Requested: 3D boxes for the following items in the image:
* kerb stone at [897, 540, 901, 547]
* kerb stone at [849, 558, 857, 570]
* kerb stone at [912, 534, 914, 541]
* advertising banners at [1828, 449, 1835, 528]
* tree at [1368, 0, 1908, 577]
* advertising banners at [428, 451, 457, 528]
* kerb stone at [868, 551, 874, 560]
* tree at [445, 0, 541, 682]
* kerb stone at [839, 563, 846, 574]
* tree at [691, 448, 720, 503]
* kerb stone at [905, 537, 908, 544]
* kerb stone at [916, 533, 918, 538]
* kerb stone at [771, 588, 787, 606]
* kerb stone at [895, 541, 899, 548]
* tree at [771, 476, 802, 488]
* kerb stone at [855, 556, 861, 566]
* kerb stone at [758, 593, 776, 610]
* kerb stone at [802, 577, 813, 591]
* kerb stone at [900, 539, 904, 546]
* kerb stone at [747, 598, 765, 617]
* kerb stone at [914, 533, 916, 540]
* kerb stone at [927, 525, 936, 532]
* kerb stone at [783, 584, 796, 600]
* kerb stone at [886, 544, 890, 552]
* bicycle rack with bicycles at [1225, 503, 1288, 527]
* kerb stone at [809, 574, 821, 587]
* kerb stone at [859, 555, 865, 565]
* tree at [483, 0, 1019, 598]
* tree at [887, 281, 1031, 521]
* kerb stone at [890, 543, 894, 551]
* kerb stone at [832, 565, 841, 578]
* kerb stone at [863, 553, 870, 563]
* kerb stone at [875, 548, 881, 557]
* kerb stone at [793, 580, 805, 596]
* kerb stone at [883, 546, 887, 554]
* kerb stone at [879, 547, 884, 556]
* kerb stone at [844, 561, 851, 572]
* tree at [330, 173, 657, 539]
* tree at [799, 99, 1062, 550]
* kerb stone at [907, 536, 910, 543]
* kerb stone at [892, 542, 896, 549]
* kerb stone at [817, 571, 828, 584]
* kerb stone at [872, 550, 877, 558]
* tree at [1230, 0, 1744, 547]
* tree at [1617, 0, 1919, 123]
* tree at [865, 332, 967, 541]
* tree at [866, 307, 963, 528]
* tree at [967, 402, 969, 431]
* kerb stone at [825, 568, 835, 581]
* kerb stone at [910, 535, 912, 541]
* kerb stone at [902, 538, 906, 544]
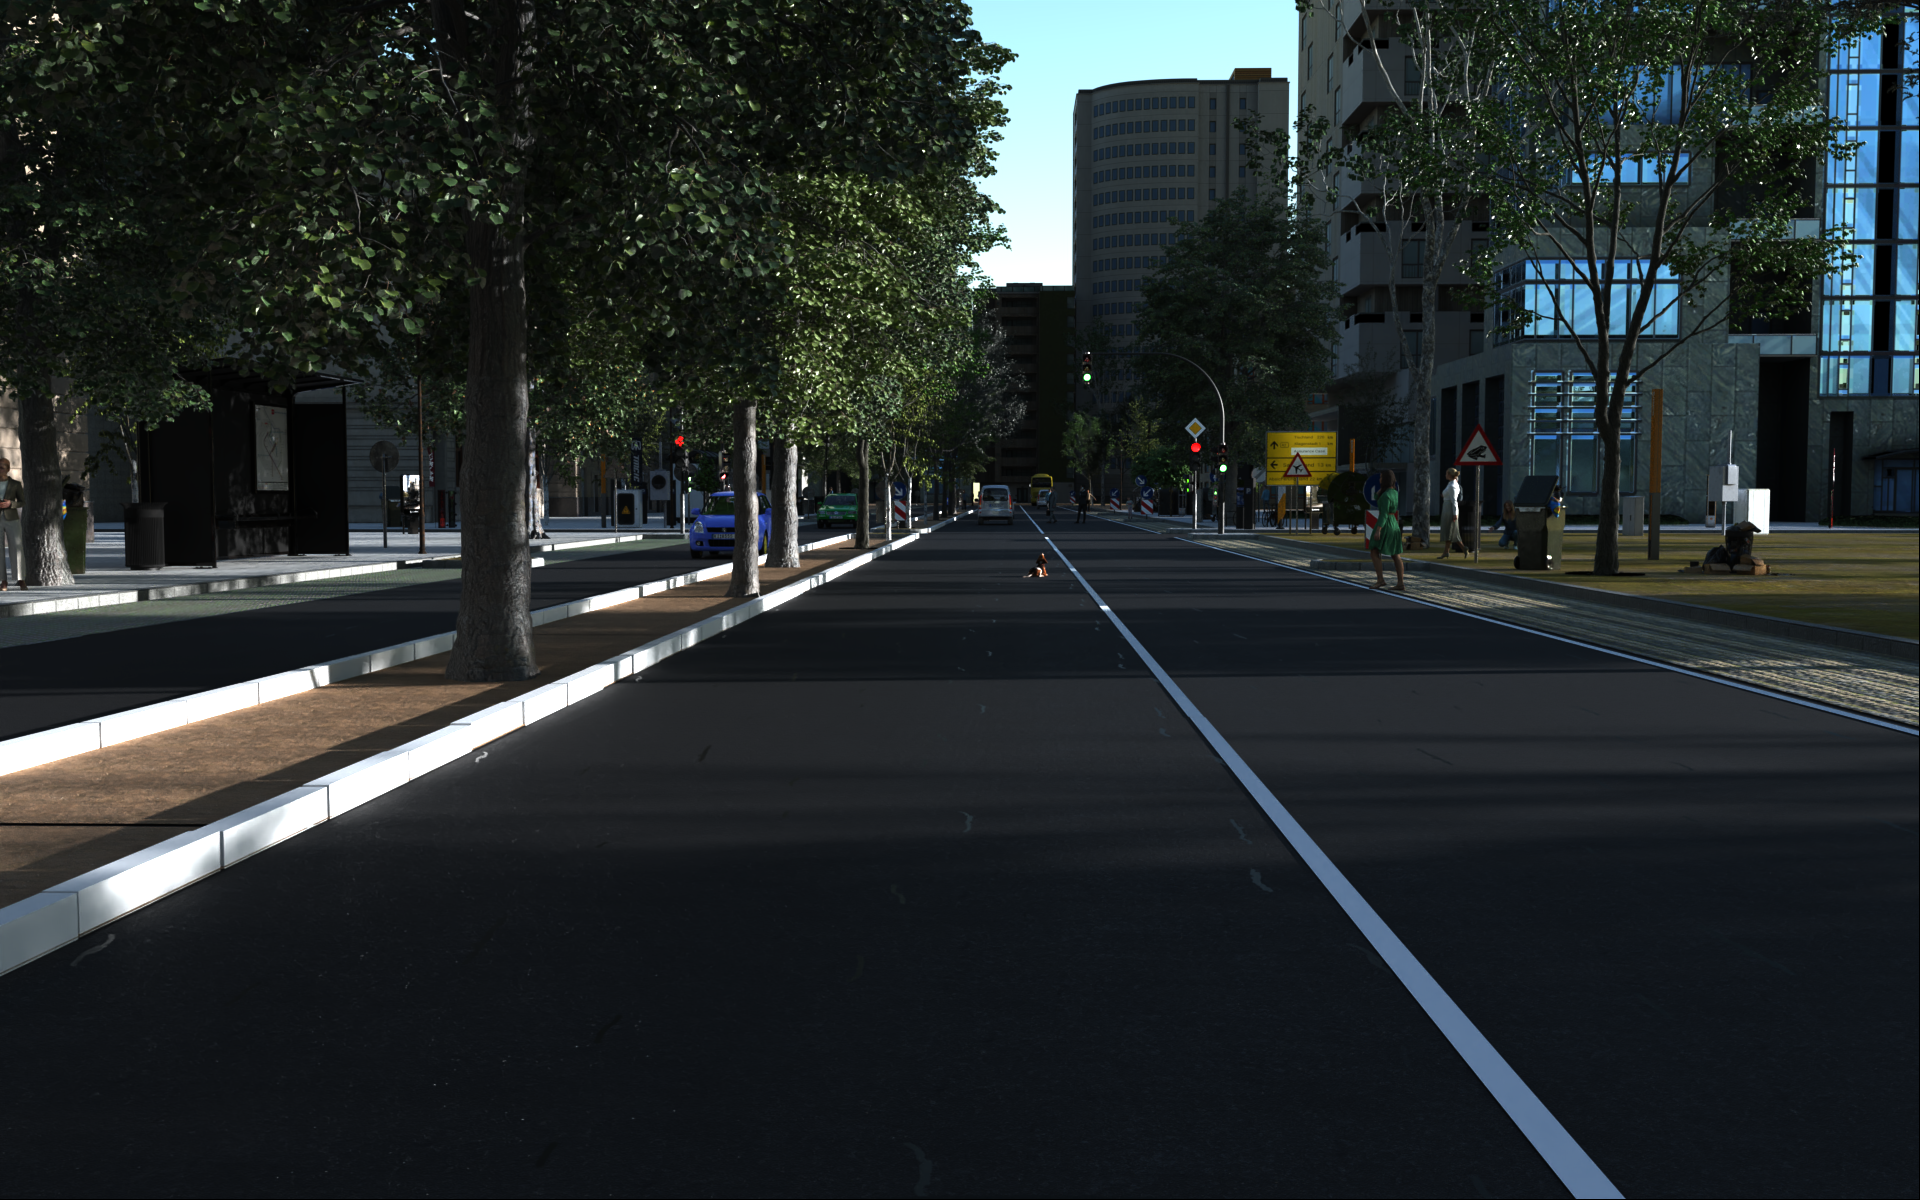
[{"bbox_3d":[-1.725,-1.460,46.074,0.120,0.150,1.000,0,4,2],"label":"kerb stone"},{"bbox_3d":[-2.106,-0.645,32.740,0.120,0.150,1.000,0,4,2],"label":"kerb stone"},{"bbox_3d":[-1.542,-1.836,52.214,0.120,0.150,1.000,0,4,2],"label":"kerb stone"},{"bbox_3d":[32.876,-4.226,65.278,0.090,3.025,2.074,2,4,29],"label":"advertising banners"},{"bbox_3d":[10.187,-6.183,26.853,9.928,11.665,9.643,0,3,0],"label":"tree"},{"bbox_3d":[-19.514,-4.222,65.214,0.090,3.025,2.074,1,4,12],"label":"advertising banners"},{"bbox_3d":[-1.989,-0.896,36.847,0.120,0.150,1.000,0,4,2],"label":"kerb stone"},{"bbox_3d":[-3.636,-6.362,13.125,9.857,13.997,8.962,0,3,0],"label":"tree"},{"bbox_3d":[-2.168,-0.515,30.695,0.120,0.150,1.000,0,4,2],"label":"kerb stone"},{"bbox_3d":[-10.697,-4.824,73.469,1.663,3.219,1.824,0,3,0],"label":"tree"},{"bbox_3d":[-1.638,-1.648,49.145,0.120,0.150,1.000,0,4,2],"label":"kerb stone"},{"bbox_3d":[-1.484,-1.961,54.265,0.120,0.150,1.000,0,4,2],"label":"kerb stone"},{"bbox_3d":[-2.410,-0.014,22.492,0.120,0.150,1.000,0,4,2],"label":"kerb stone"},{"bbox_3d":[-1.755,-1.394,45.048,0.120,0.150,1.000,0,4,2],"label":"kerb stone"},{"bbox_3d":[-9.984,-6.436,99.823,1.663,3.219,1.824,0,3,0],"label":"tree"},{"bbox_3d":[-2.082,-0.707,33.762,0.120,0.150,1.000,0,4,2],"label":"kerb stone"},{"bbox_3d":[-2.440,0.045,21.465,0.120,0.150,1.000,0,4,2],"label":"kerb stone"},{"bbox_3d":[-2.327,-0.207,25.583,0.120,0.150,1.000,0,4,2],"label":"kerb stone"},{"bbox_3d":[-1.691,-1.523,47.097,0.120,0.150,1.000,0,4,2],"label":"kerb stone"},{"bbox_3d":[-2.468,0.108,20.443,0.120,0.150,1.000,0,4,2],"label":"kerb stone"},{"bbox_3d":[-1.511,-1.898,53.236,0.120,0.150,1.000,0,4,2],"label":"kerb stone"},{"bbox_3d":[-1.115,-2.745,67.080,0.120,0.150,1.000,0,4,2],"label":"kerb stone"},{"bbox_3d":[-2.380,-0.079,23.522,0.120,0.150,1.000,0,4,2],"label":"kerb stone"},{"bbox_3d":[-1.842,-1.209,41.965,0.120,0.150,1.000,0,4,2],"label":"kerb stone"},{"bbox_3d":[11.919,-3.371,68.494,2.852,0.926,2.925,3,4,36],"label":"bicycle rack with bicycles"},{"bbox_3d":[-2.294,-0.270,26.605,0.120,0.150,1.000,0,4,2],"label":"kerb stone"},{"bbox_3d":[-2.055,-0.771,34.794,0.120,0.150,1.000,0,4,2],"label":"kerb stone"},{"bbox_3d":[-3.076,-6.331,24.090,7.486,12.596,7.792,0,3,0],"label":"tree"},{"bbox_3d":[-1.262,-10.981,92.374,12.009,13.543,11.850,0,3,0],"label":"tree"},{"bbox_3d":[-1.806,-1.270,42.994,0.120,0.150,1.000,0,4,2],"label":"kerb stone"},{"bbox_3d":[-2.197,-0.457,29.670,0.120,0.150,1.000,0,4,2],"label":"kerb stone"},{"bbox_3d":[-2.024,-0.834,35.825,0.120,0.150,1.000,0,4,2],"label":"kerb stone"},{"bbox_3d":[-1.938,-1.015,38.890,0.120,0.150,1.000,0,4,2],"label":"kerb stone"},{"bbox_3d":[-2.347,-0.143,24.554,0.120,0.150,1.000,0,4,2],"label":"kerb stone"},{"bbox_3d":[-1.870,-1.147,40.944,0.120,0.150,1.000,0,4,2],"label":"kerb stone"},{"bbox_3d":[-1.901,-1.084,39.923,0.120,0.150,1.000,0,4,2],"label":"kerb stone"},{"bbox_3d":[-2.141,-0.582,31.716,0.120,0.150,1.000,0,4,2],"label":"kerb stone"},{"bbox_3d":[-12.302,-8.080,49.123,9.611,12.733,9.660,0,3,0],"label":"tree"},{"bbox_3d":[-2.425,-7.103,44.342,9.928,11.665,9.643,0,3,0],"label":"tree"},{"bbox_3d":[-1.607,-1.711,50.166,0.120,0.150,1.000,0,4,2],"label":"kerb stone"},{"bbox_3d":[-1.781,-1.335,44.025,0.120,0.150,1.000,0,4,2],"label":"kerb stone"},{"bbox_3d":[-2.256,-0.332,27.627,0.120,0.150,1.000,0,4,2],"label":"kerb stone"},{"bbox_3d":[-1.965,-0.958,37.869,0.120,0.150,1.000,0,4,2],"label":"kerb stone"},{"bbox_3d":[12.382,-11.383,41.998,12.611,20.169,13.585,0,3,0],"label":"tree"},{"bbox_3d":[9.857,-6.333,13.913,12.009,13.543,11.850,0,3,0],"label":"tree"},{"bbox_3d":[-2.123,-6.057,51.847,4.737,8.622,4.395,0,3,0],"label":"tree"},{"bbox_3d":[-1.915,-6.838,64.625,4.360,8.622,3.978,0,3,0],"label":"tree"},{"bbox_3d":[-1.586,-7.842,81.042,4.737,8.622,4.395,0,3,0],"label":"tree"},{"bbox_3d":[-2.222,-0.395,28.649,0.120,0.150,1.000,0,4,2],"label":"kerb stone"},{"bbox_3d":[-1.581,-1.766,51.188,0.120,0.150,1.000,0,4,2],"label":"kerb stone"},{"bbox_3d":[-1.665,-1.586,48.120,0.120,0.150,1.000,0,4,2],"label":"kerb stone"}]
